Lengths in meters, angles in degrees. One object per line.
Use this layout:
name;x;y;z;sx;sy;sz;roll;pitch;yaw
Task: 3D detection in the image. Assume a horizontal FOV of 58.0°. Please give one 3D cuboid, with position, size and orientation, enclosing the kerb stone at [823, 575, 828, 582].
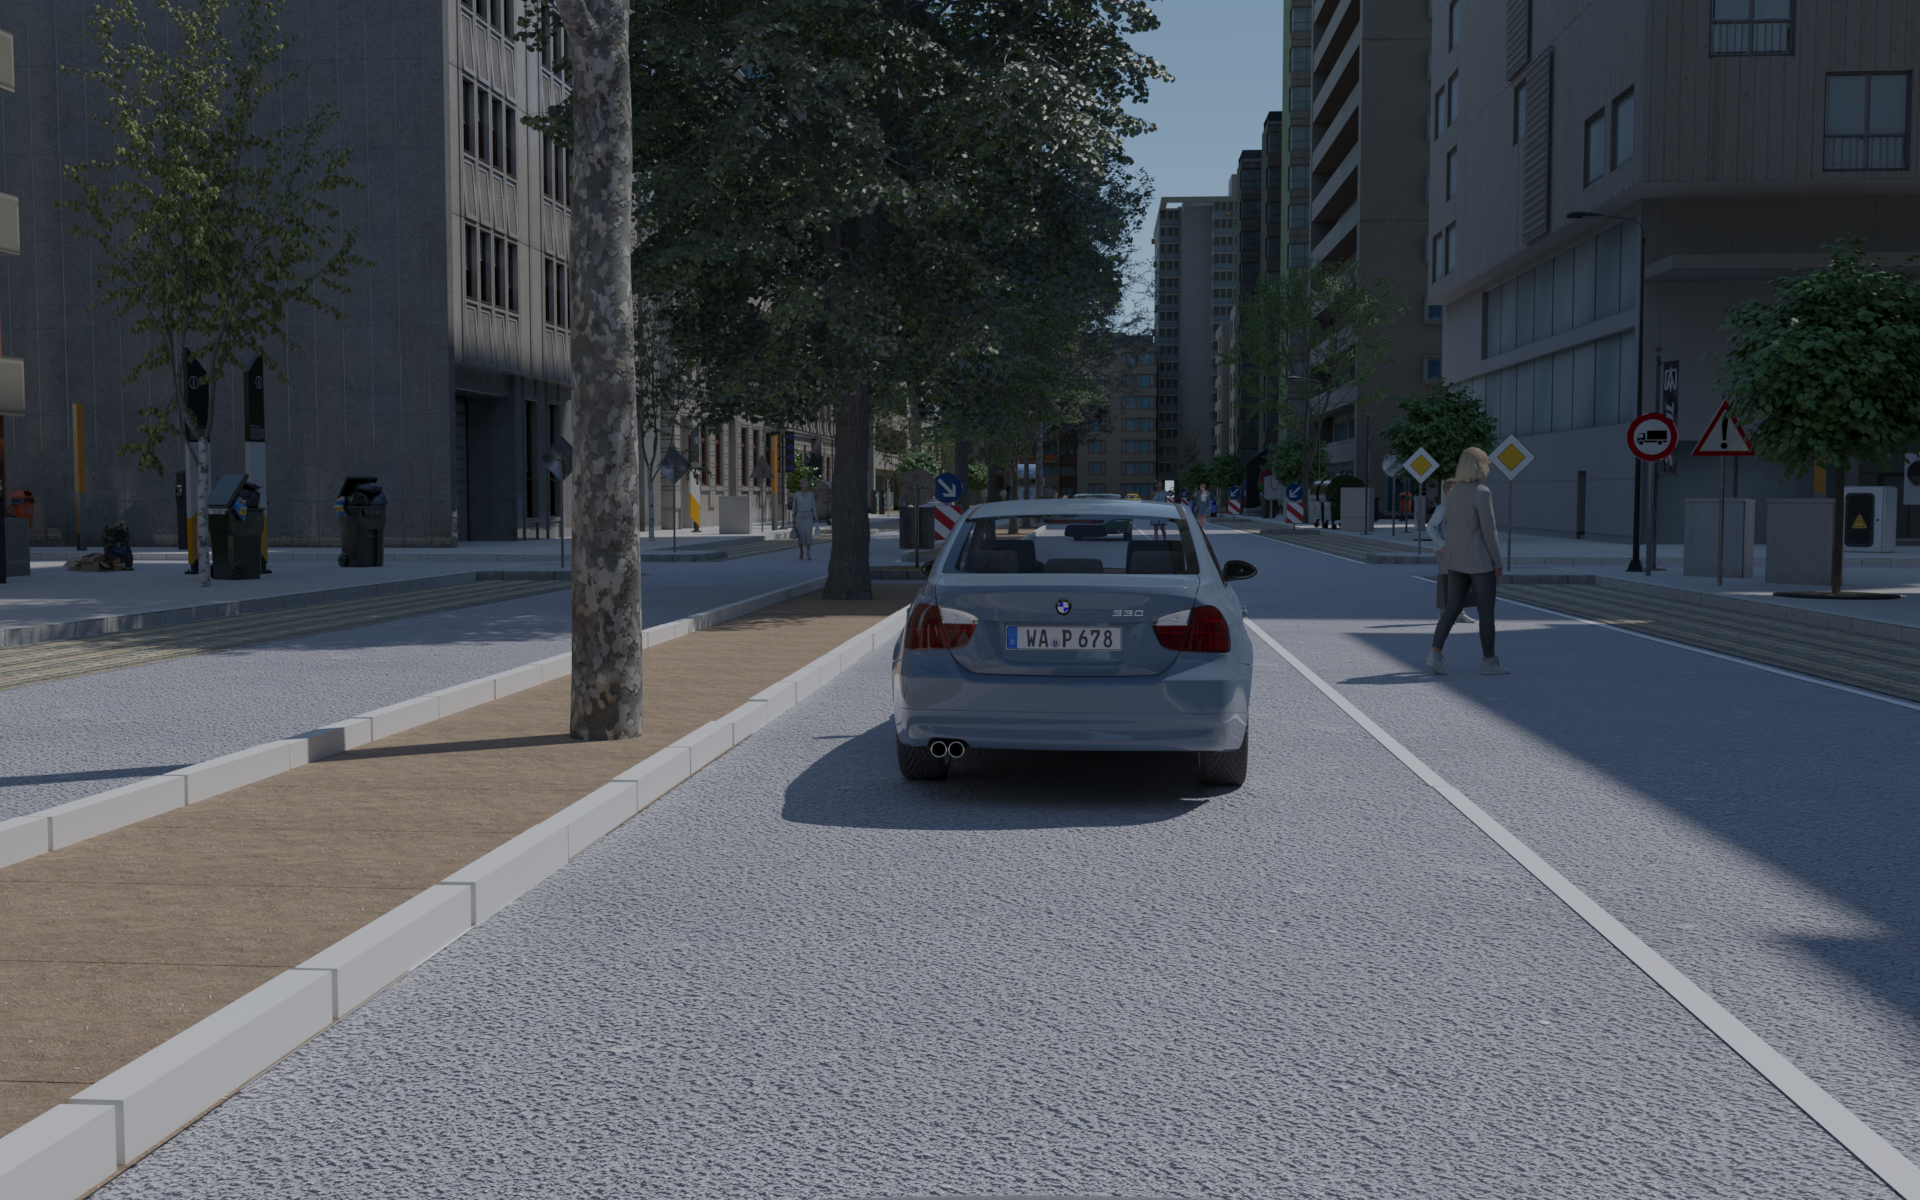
kerb stone;-2.109;-0.279;26.808;0.120;0.150;1.000;0;4;5

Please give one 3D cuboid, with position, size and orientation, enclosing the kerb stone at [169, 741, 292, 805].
kerb stone;-3.555;0.844;8.432;0.120;0.150;1.000;0;4;5

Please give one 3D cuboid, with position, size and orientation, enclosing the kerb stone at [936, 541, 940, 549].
kerb stone;-0.686;-1.382;44.793;0.120;0.150;1.000;0;4;5

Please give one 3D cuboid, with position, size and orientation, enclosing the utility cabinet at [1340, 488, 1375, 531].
utility cabinet;13.621;-3.099;59.345;0.318;1.500;1.173;-3;5;-42

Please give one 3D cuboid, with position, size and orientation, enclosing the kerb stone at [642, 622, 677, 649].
kerb stone;-2.914;0.346;16.589;0.120;0.150;1.000;0;4;5

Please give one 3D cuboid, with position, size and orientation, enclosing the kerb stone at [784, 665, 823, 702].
kerb stone;-1.137;0.603;12.349;0.120;0.150;1.000;0;4;5

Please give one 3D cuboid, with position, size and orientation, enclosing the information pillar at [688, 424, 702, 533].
information pillar;-8.857;-4.061;57.759;0.183;3.616;0.504;2;4;30

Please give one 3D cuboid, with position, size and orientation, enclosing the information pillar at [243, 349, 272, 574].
information pillar;-11.260;-2.223;27.701;0.183;3.616;0.504;0;4;6

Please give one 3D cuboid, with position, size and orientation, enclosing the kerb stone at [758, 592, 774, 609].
kerb stone;-2.513;0.032;21.700;0.120;0.150;1.000;0;4;5

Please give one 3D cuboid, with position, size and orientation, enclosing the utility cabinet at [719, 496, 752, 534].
utility cabinet;-7.177;-2.704;55.376;1.020;1.237;0.306;1;4;12

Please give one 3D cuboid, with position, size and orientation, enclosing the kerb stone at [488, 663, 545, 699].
kerb stone;-3.238;0.594;12.509;0.120;0.150;1.000;0;4;5

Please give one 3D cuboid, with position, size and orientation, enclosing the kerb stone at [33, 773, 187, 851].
kerb stone;-3.639;0.908;7.411;0.120;0.150;1.000;0;4;5

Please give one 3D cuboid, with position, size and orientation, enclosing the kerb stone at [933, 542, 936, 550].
kerb stone;-0.765;-1.318;43.771;0.120;0.150;1.000;0;4;5

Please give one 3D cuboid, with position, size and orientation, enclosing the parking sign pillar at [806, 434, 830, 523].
parking sign pillar;-6.551;-5.449;77.563;1.447;3.967;1.447;1;4;9

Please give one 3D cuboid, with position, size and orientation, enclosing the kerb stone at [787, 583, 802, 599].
kerb stone;-2.347;-0.095;23.746;0.120;0.150;1.000;0;4;5

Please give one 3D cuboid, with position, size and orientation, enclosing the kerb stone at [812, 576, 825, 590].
kerb stone;-2.189;-0.220;25.787;0.120;0.150;1.000;0;4;5

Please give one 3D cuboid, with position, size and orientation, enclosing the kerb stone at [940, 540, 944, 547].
kerb stone;-0.604;-1.444;45.812;0.120;0.150;1.000;0;4;5

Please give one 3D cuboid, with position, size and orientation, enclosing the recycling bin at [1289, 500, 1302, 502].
recycling bin;15.043;-3.945;77.049;0.722;1.027;0.722;0;4;1

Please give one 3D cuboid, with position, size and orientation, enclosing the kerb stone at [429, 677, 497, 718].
kerb stone;-3.324;0.655;11.491;0.120;0.150;1.000;0;4;5

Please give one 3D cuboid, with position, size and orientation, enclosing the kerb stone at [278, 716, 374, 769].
kerb stone;-3.483;0.788;9.452;0.120;0.150;1.000;0;4;5

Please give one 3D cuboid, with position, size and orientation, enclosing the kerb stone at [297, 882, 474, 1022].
kerb stone;-1.707;1.043;5.198;0.120;0.150;1.000;0;4;5

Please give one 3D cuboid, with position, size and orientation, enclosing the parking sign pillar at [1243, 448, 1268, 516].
parking sign pillar;17.164;-6.858;100.594;1.447;3.967;1.447;-1;4;-14

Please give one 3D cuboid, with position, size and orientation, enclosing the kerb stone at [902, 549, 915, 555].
kerb stone;-1.169;-1.006;38.641;0.120;0.150;1.000;0;4;5

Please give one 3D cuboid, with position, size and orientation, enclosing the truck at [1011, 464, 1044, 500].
truck;6.549;-10.516;161.689;2.967;4.110;18.799;0;4;4

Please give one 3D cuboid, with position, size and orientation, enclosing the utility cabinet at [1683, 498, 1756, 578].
utility cabinet;11.757;-0.958;26.828;0.306;1.237;1.020;-2;4;-33

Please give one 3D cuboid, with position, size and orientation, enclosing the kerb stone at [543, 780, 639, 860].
kerb stone;-1.545;0.920;7.250;0.120;0.150;1.000;0;4;5

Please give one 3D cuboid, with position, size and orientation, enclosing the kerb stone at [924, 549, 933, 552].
kerb stone;-0.846;-1.257;42.750;0.120;0.150;1.000;0;4;5

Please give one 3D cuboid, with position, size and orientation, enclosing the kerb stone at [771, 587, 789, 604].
kerb stone;-2.429;-0.032;22.719;0.120;0.150;1.000;0;4;5

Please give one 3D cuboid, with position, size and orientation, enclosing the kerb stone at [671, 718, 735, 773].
kerb stone;-1.385;0.789;9.293;0.120;0.150;1.000;0;4;5

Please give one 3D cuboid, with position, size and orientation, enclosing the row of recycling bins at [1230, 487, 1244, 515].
row of recycling bins;17.421;-6.171;108.003;1.069;1.692;3.534;0;4;0

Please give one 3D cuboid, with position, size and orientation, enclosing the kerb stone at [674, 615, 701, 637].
kerb stone;-2.832;0.288;17.608;0.120;0.150;1.000;0;4;5

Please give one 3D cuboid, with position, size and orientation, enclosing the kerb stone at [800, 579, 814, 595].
kerb stone;-2.267;-0.157;24.765;0.120;0.150;1.000;0;4;5

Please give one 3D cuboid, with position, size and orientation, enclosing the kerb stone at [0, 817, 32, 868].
kerb stone;-3.722;0.967;6.386;0.120;0.150;1.000;0;4;5

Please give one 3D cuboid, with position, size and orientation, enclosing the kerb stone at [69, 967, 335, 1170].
kerb stone;-1.790;1.102;4.171;0.120;0.150;1.000;0;4;5

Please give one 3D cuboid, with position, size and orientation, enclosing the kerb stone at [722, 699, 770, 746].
kerb stone;-1.300;0.740;10.312;0.120;0.150;1.000;0;4;5

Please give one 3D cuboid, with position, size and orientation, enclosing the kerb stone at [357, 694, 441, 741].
kerb stone;-3.400;0.717;10.472;0.120;0.150;1.000;0;4;5

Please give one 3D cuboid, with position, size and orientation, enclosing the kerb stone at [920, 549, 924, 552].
kerb stone;-1.012;-1.132;40.696;0.120;0.150;1.000;0;4;5

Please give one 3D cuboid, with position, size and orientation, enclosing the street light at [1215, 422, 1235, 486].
street light;17.093;-8.487;111.304;1.470;5.913;1.316;0;4;5

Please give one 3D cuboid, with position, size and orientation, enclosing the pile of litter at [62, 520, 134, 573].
pile of litter;-14.428;-0.922;29.040;1.176;0.858;1.719;-1;4;-10

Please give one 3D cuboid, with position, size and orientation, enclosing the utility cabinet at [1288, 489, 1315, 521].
utility cabinet;15.857;-4.387;80.403;1.173;1.500;0.318;2;4;32

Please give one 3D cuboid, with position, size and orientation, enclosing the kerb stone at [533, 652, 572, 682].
kerb stone;-3.161;0.530;13.529;0.120;0.150;1.000;0;4;5

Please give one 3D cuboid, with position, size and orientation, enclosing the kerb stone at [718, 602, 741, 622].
kerb stone;-2.674;0.155;19.663;0.120;0.150;1.000;0;4;5

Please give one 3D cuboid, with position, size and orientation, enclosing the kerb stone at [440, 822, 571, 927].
kerb stone;-1.621;0.976;6.230;0.120;0.150;1.000;0;4;5

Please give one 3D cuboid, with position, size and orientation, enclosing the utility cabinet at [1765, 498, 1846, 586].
utility cabinet;12.013;-0.823;24.620;0.306;1.237;1.020;-2;4;-32

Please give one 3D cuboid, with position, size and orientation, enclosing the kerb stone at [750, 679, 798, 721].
kerb stone;-1.222;0.665;11.331;0.120;0.150;1.000;0;4;5

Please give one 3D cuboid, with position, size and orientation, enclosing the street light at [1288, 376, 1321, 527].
street light;13.634;-5.868;68.481;1.470;5.913;1.316;0;4;5

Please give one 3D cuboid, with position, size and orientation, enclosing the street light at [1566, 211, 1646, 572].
street light;10.635;-3.423;28.506;1.470;5.913;1.316;0;4;5

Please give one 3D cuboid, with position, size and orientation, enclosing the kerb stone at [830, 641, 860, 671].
kerb stone;-0.976;0.477;14.393;0.120;0.150;1.000;0;4;5

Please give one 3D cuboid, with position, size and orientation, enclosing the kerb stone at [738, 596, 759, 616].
kerb stone;-2.586;0.093;20.681;0.120;0.150;1.000;0;4;5

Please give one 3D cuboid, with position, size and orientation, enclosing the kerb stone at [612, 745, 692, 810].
kerb stone;-1.467;0.851;8.275;0.120;0.150;1.000;0;4;5

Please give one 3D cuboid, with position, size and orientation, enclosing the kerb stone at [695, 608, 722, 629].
kerb stone;-2.751;0.218;18.626;0.120;0.150;1.000;0;4;5

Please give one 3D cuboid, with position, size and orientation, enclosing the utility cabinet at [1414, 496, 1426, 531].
utility cabinet;15.998;-3.004;60.271;0.306;1.237;1.020;1;4;9

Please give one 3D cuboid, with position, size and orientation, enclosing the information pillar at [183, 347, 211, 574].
information pillar;-12.237;-2.229;27.793;0.183;3.616;0.504;1;4;17

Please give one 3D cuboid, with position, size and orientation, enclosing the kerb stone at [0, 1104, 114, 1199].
kerb stone;-1.872;1.165;3.144;0.120;0.150;1.000;0;4;5

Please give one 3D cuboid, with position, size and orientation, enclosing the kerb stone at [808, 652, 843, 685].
kerb stone;-1.058;0.540;13.370;0.120;0.150;1.000;0;4;5
